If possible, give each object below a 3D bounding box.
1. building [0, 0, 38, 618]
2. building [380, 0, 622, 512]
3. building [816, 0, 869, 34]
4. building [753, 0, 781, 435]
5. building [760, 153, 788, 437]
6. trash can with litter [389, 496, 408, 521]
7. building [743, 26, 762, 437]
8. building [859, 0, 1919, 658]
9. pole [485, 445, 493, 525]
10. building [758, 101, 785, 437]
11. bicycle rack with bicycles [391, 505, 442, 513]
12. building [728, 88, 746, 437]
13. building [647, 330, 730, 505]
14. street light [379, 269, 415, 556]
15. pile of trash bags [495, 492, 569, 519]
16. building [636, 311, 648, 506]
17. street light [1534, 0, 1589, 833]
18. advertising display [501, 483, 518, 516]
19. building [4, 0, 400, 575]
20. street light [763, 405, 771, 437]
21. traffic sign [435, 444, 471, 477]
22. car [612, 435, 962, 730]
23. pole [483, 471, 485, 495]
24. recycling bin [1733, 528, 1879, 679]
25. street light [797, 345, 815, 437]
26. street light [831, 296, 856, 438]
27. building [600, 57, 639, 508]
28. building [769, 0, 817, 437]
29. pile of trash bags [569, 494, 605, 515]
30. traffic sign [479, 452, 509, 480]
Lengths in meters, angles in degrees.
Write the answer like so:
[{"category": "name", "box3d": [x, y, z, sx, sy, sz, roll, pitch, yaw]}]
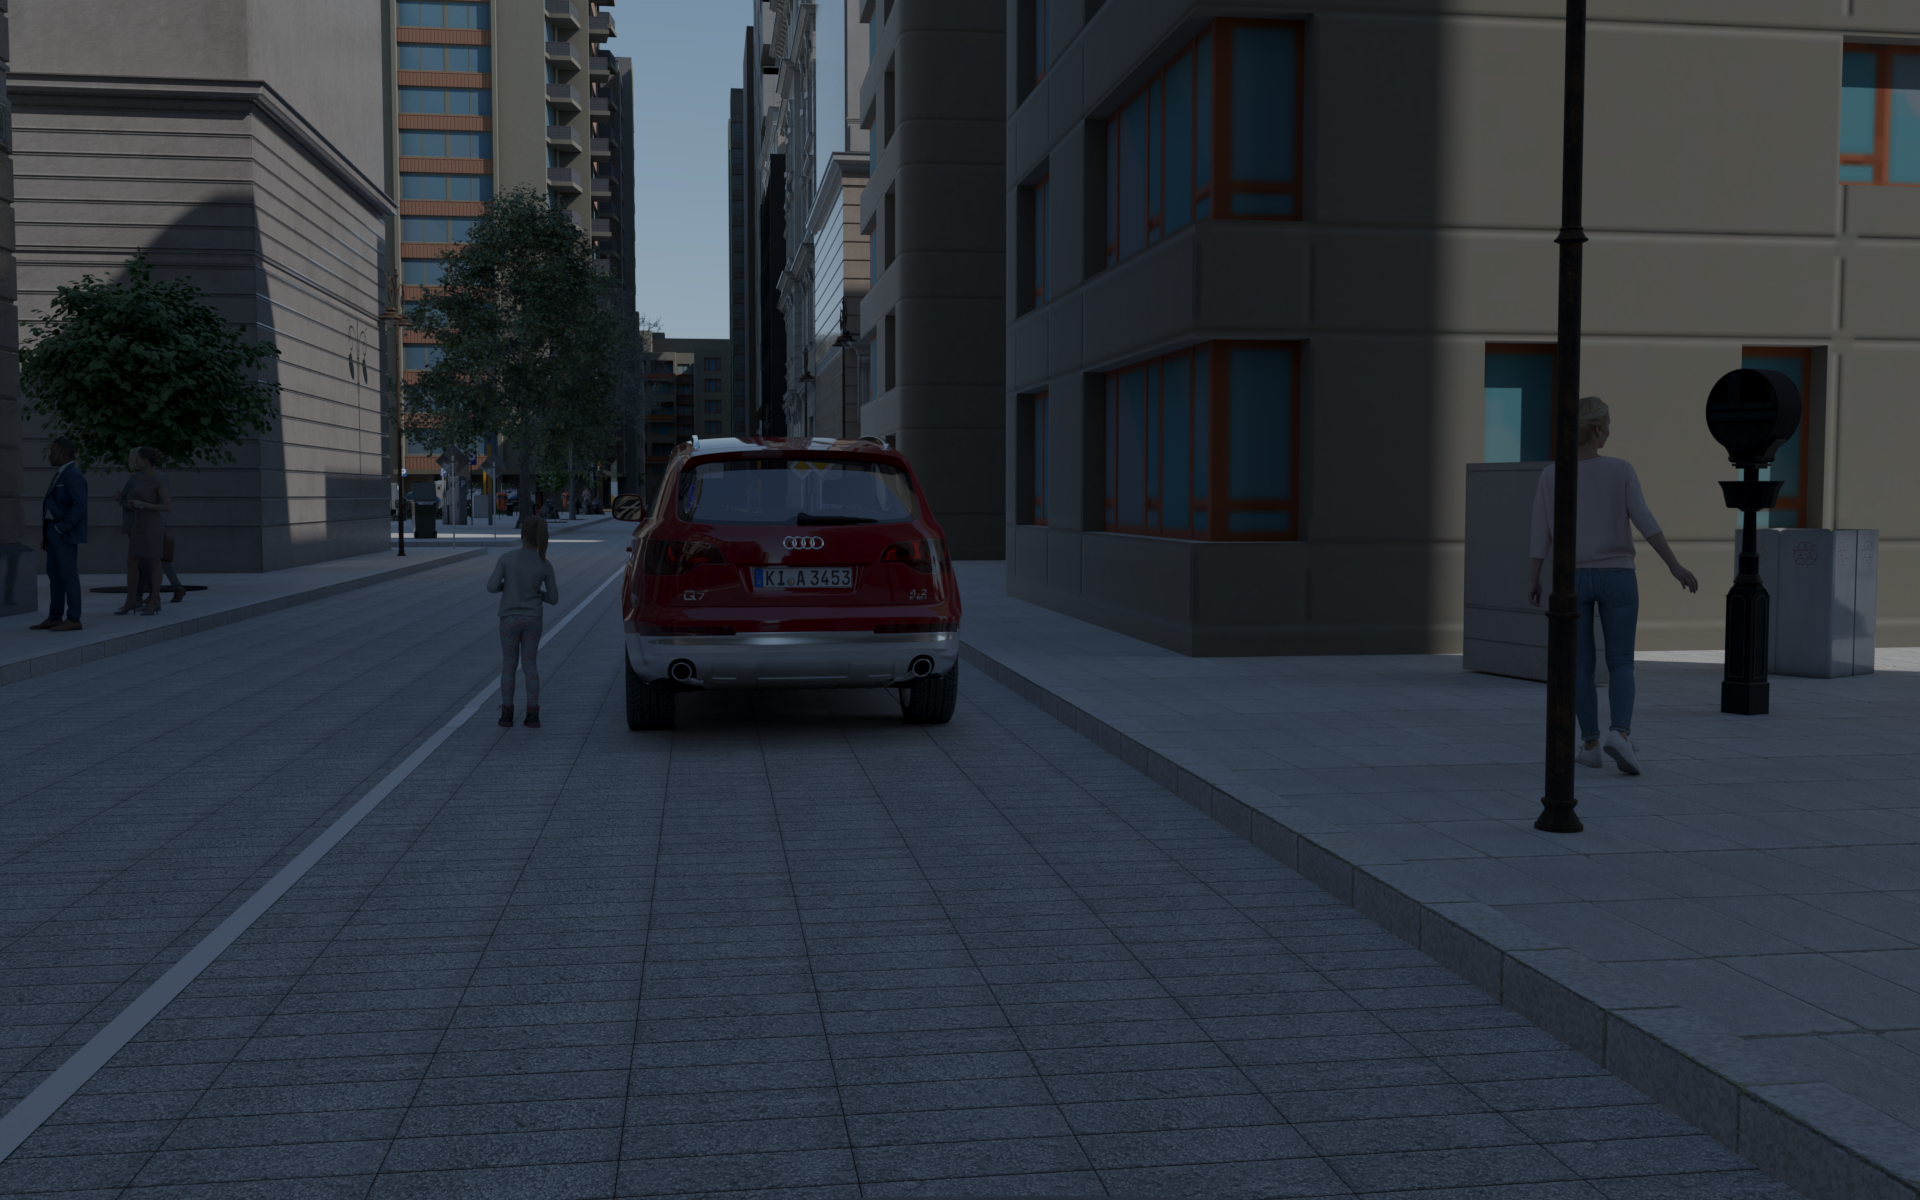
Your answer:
[{"category": "building", "box3d": [-14.835, -13.559, 7.602, 13.634, 28.700, 20.117, -1, 4, -8]}, {"category": "building", "box3d": [-38.074, -29.350, 134.502, 22.147, 44.769, 28.867, -1, 4, -8]}, {"category": "building", "box3d": [5.304, -16.554, 56.561, 20.117, 28.700, 13.634, -1, 4, -8]}, {"category": "building", "box3d": [-3.291, -33.978, 144.783, 28.713, 52.752, 27.495, -1, 4, -8]}, {"category": "building", "box3d": [-4.723, -16.359, 97.145, 12.332, 23.373, 15.834, -1, 4, -8]}, {"category": "trash can with litter", "box3d": [-26.694, -4.323, 82.075, 1.055, 1.170, 0.624, 1, 4, 19]}, {"category": "building", "box3d": [-13.405, -31.489, 164.952, 14.600, 45.320, 14.200, -1, 4, -8]}, {"category": "building", "box3d": [13.385, -11.264, 29.201, 27.650, 21.520, 28.899, -1, 4, -8]}, {"category": "pole", "box3d": [-19.356, -4.739, 71.324, 0.158, 3.312, 0.155, 0, 3, 0]}, {"category": "building", "box3d": [-6.334, -20.125, 114.955, 13.634, 28.700, 20.117, -1, 4, -8]}, {"category": "bicycle rack with bicycles", "box3d": [-29.749, -4.964, 94.541, 2.925, 0.926, 2.852, 3, 5, 43]}, {"category": "building", "box3d": [-16.554, -30.293, 178.882, 14.154, 41.232, 14.086, -1, 4, -8]}, {"category": "building", "box3d": [-39.111, -22.892, 219.327, 28.899, 21.520, 27.650, -1, 4, -8]}, {"category": "street light", "box3d": [-11.569, -3.848, 35.700, 0.468, 5.910, 1.993, -1, 4, -8]}, {"category": "pile of trash bags", "box3d": [-22.174, -4.827, 88.678, 3.447, 1.369, 1.912, 1, 4, 12]}, {"category": "building", "box3d": [-48.345, -20.622, 182.211, 28.899, 21.520, 27.650, -1, 4, -8]}, {"category": "street light", "box3d": [2.294, -2.059, 6.458, 0.468, 5.910, 1.993, -1, 4, -8]}, {"category": "advertising display", "box3d": [-26.137, -5.829, 100.512, 0.974, 1.923, 0.123, -3, 4, -37]}, {"category": "building", "box3d": [-23.592, -11.606, 31.550, 24.055, 21.916, 13.314, -1, 4, -8]}, {"category": "street light", "box3d": [-9.820, -7.067, 88.331, 0.468, 5.910, 1.993, -1, 4, -8]}, {"category": "traffic sign", "box3d": [-11.819, -2.335, 40.361, 0.795, 2.593, 0.064, -1, 4, -8]}, {"category": "car", "box3d": [-1.301, -0.214, 12.178, 2.281, 1.827, 5.304, -1, 4, -10]}, {"category": "pole", "box3d": [-30.863, -7.258, 112.514, 0.158, 3.312, 0.155, 0, 3, 0]}, {"category": "recycling bin", "box3d": [6.072, 0.006, 12.457, 0.722, 1.027, 0.722, -3, 4, -37]}, {"category": "street light", "box3d": [-4.774, -4.955, 53.808, 0.468, 5.910, 1.993, -1, 4, -8]}, {"category": "street light", "box3d": [-2.731, -4.153, 40.691, 0.468, 5.910, 1.993, -1, 4, -8]}, {"category": "building", "box3d": [-36.664, -28.923, 156.486, 14.154, 41.232, 14.086, -1, 4, -8]}, {"category": "building", "box3d": [-1.136, -17.753, 77.646, 14.401, 28.519, 23.554, -1, 4, -8]}, {"category": "pile of trash bags", "box3d": [-23.663, -5.992, 107.718, 3.447, 1.369, 1.912, 3, 5, 40]}, {"category": "traffic sign", "box3d": [-12.987, -2.818, 48.260, 0.795, 2.593, 0.064, -1, 4, -8]}]
